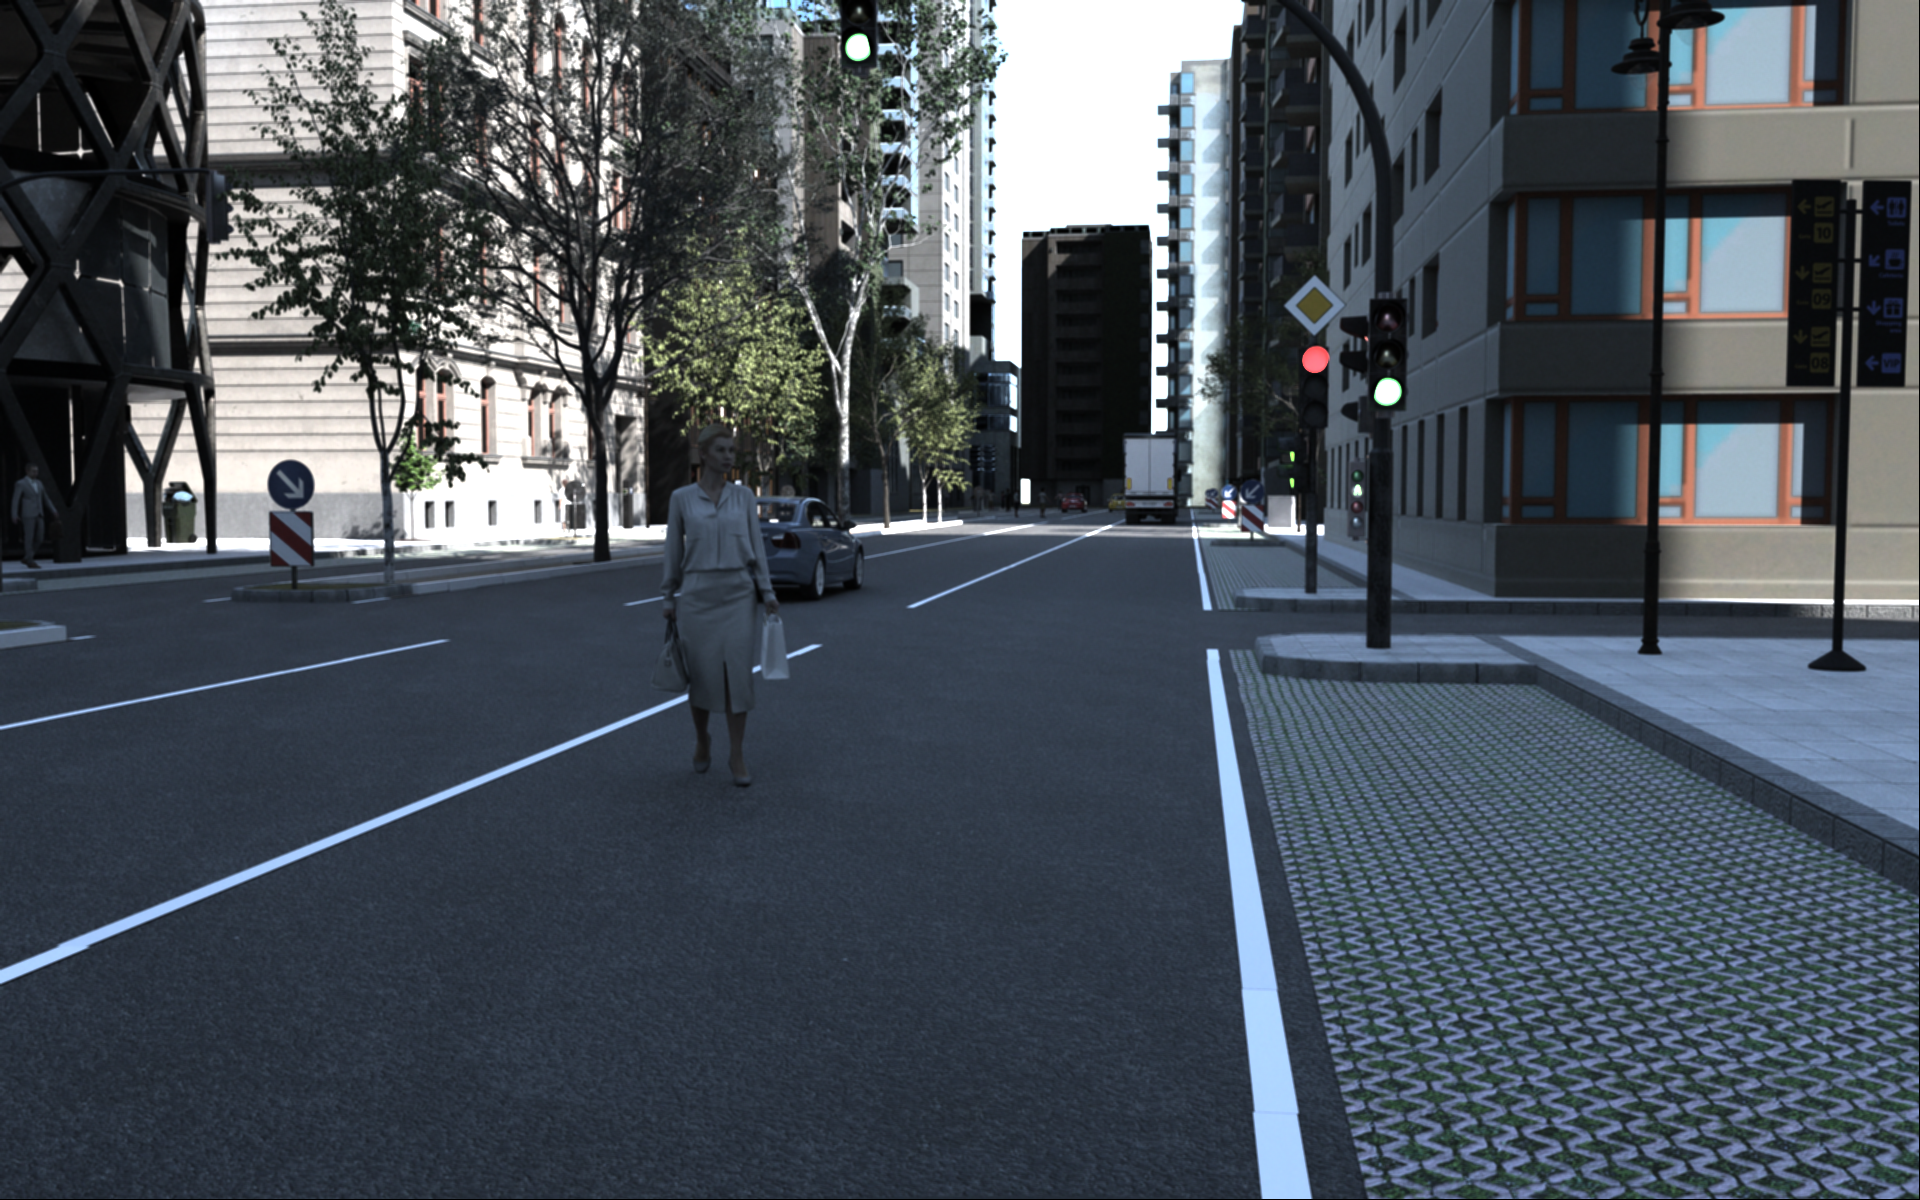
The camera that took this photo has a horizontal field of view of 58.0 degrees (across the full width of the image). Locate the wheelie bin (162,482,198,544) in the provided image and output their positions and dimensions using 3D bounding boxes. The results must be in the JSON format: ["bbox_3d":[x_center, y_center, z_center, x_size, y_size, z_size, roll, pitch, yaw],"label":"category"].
[{"bbox_3d":[-20.238,-2.263,44.904,0.980,1.594,0.693,2,4,27],"label":"wheelie bin"}]

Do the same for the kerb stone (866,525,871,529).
[{"bbox_3d":[-3.846,-2.927,70.050,0.120,0.150,1.000,0,4,8],"label":"kerb stone"}]

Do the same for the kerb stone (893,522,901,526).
[{"bbox_3d":[-2.900,-3.363,77.182,0.120,0.150,1.000,0,4,8],"label":"kerb stone"}]

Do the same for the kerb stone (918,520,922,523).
[{"bbox_3d":[-2.103,-3.735,83.268,0.120,0.150,1.000,0,4,8],"label":"kerb stone"}]

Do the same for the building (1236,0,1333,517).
[{"bbox_3d":[31.634,-28.835,126.078,22.147,44.769,28.867,0,4,8],"label":"building"}]

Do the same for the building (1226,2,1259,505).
[{"bbox_3d":[32.253,-31.346,162.624,14.600,45.320,14.200,0,4,8],"label":"building"}]

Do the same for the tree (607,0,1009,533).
[{"bbox_3d":[-5.026,-12.274,59.022,12.611,20.169,13.585,0,3,0],"label":"tree"}]

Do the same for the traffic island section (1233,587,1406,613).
[{"bbox_3d":[4.560,-0.008,22.408,2.009,0.180,2.903,0,4,8],"label":"traffic island section"}]

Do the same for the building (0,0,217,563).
[{"bbox_3d":[-24.381,-10.175,33.810,16.820,18.784,16.811,0,4,8],"label":"building"}]

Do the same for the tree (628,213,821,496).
[{"bbox_3d":[-6.204,-5.524,43.134,4.737,8.622,4.395,0,3,0],"label":"tree"}]

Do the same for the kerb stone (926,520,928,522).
[{"bbox_3d":[-1.819,-3.859,85.311,0.120,0.150,1.000,0,4,8],"label":"kerb stone"}]

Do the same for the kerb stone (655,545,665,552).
[{"bbox_3d":[-7.482,-1.249,42.625,0.120,0.150,1.000,0,4,8],"label":"kerb stone"}]

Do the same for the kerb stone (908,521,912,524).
[{"bbox_3d":[-2.499,-3.549,80.225,0.120,0.150,1.000,0,4,8],"label":"kerb stone"}]

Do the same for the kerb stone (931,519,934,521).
[{"bbox_3d":[-1.559,-3.983,87.347,0.120,0.150,1.000,0,4,8],"label":"kerb stone"}]

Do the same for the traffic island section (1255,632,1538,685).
[{"bbox_3d":[3.512,0.476,14.492,2.009,0.180,2.903,0,4,8],"label":"traffic island section"}]

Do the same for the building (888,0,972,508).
[{"bbox_3d":[-10.299,-44.480,165.505,20.611,71.187,20.563,0,4,8],"label":"building"}]

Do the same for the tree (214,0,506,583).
[{"bbox_3d":[-8.365,-4.411,24.932,4.737,8.622,4.395,0,3,0],"label":"tree"}]

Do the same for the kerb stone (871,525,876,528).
[{"bbox_3d":[-3.701,-2.989,71.073,0.120,0.150,1.000,0,4,8],"label":"kerb stone"}]

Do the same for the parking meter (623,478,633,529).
[{"bbox_3d":[-12.171,-3.532,63.466,0.255,1.863,0.399,1,4,14],"label":"parking meter"}]

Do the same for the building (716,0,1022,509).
[{"bbox_3d":[-8.839,-53.875,193.526,31.000,86.520,22.319,0,4,8],"label":"building"}]

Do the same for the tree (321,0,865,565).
[{"bbox_3d":[-7.194,-7.431,34.330,12.009,13.543,11.850,0,3,0],"label":"tree"}]

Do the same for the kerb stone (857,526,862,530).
[{"bbox_3d":[-4.107,-2.803,68.018,0.120,0.150,1.000,0,4,8],"label":"kerb stone"}]

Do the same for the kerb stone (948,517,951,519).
[{"bbox_3d":[-0.743,-4.358,93.454,0.120,0.150,1.000,0,4,8],"label":"kerb stone"}]

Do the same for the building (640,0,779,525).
[{"bbox_3d":[-16.198,-15.266,79.275,12.332,23.373,15.834,0,4,8],"label":"building"}]

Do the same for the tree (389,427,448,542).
[{"bbox_3d":[-14.830,-3.194,46.828,1.663,3.219,1.824,0,3,0],"label":"tree"}]

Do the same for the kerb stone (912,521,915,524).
[{"bbox_3d":[-2.364,-3.611,81.238,0.120,0.150,1.000,0,4,8],"label":"kerb stone"}]

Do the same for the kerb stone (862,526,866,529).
[{"bbox_3d":[-3.979,-2.860,69.036,0.120,0.150,1.000,0,4,8],"label":"kerb stone"}]

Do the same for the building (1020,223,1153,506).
[{"bbox_3d":[13.826,-25.457,187.915,14.107,30.474,14.160,0,4,8],"label":"building"}]

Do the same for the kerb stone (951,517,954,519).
[{"bbox_3d":[-0.608,-4.420,94.467,0.120,0.150,1.000,0,4,8],"label":"kerb stone"}]

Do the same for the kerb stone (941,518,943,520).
[{"bbox_3d":[-1.149,-4.171,90.397,0.120,0.150,1.000,0,4,8],"label":"kerb stone"}]

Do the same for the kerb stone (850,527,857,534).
[{"bbox_3d":[-4.248,-2.740,67.005,0.120,0.150,1.000,0,4,8],"label":"kerb stone"}]

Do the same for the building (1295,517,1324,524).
[{"bbox_3d":[25.980,-26.029,80.202,22.147,44.769,28.867,0,4,8],"label":"building"}]

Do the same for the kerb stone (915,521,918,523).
[{"bbox_3d":[-2.228,-3.673,82.251,0.120,0.150,1.000,0,4,8],"label":"kerb stone"}]

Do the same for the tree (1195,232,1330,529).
[{"bbox_3d":[12.698,-7.840,62.600,8.767,10.594,7.601,0,4,5],"label":"tree"}]

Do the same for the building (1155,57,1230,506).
[{"bbox_3d":[36.840,-34.858,189.528,30.456,49.044,23.786,0,4,8],"label":"building"}]

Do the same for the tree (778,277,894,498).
[{"bbox_3d":[-8.286,-10.719,92.255,9.611,12.733,9.660,0,3,0],"label":"tree"}]

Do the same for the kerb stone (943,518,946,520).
[{"bbox_3d":[-1.019,-4.230,91.416,0.120,0.150,1.000,0,4,8],"label":"kerb stone"}]

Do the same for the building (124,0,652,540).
[{"bbox_3d":[-20.346,-16.657,59.732,14.401,28.519,23.554,0,4,8],"label":"building"}]

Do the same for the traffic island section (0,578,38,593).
[{"bbox_3d":[-14.813,-0.164,24.967,2.009,0.180,2.903,0,4,8],"label":"traffic island section"}]

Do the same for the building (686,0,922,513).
[{"bbox_3d":[-14.064,-49.924,128.928,22.319,86.520,31.000,0,4,8],"label":"building"}]

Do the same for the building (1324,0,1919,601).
[{"bbox_3d":[22.773,-11.473,32.628,28.899,21.520,27.650,0,4,8],"label":"building"}]

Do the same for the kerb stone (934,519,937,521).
[{"bbox_3d":[-1.420,-4.045,88.371,0.120,0.150,1.000,0,4,8],"label":"kerb stone"}]

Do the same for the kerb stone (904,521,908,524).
[{"bbox_3d":[-2.635,-3.487,79.212,0.120,0.150,1.000,0,4,8],"label":"kerb stone"}]

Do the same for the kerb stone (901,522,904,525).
[{"bbox_3d":[-2.769,-3.418,78.196,0.120,0.150,1.000,0,4,8],"label":"kerb stone"}]

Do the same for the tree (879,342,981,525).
[{"bbox_3d":[-1.602,-7.666,78.165,4.737,8.622,4.395,0,3,0],"label":"tree"}]

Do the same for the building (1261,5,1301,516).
[{"bbox_3d":[25.543,-20.427,105.683,14.160,30.474,14.107,0,4,8],"label":"building"}]

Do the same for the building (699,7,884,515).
[{"bbox_3d":[-12.867,-20.532,107.393,14.160,30.474,14.107,0,4,8],"label":"building"}]

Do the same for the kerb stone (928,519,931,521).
[{"bbox_3d":[-1.690,-3.922,86.325,0.120,0.150,1.000,0,4,8],"label":"kerb stone"}]

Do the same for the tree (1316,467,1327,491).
[{"bbox_3d":[11.681,-3.595,53.376,1.663,3.219,1.824,0,3,0],"label":"tree"}]

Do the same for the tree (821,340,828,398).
[{"bbox_3d":[-5.607,-5.905,49.362,4.737,8.622,4.395,0,3,0],"label":"tree"}]

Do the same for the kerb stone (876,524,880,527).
[{"bbox_3d":[-3.570,-3.051,72.087,0.120,0.150,1.000,0,4,8],"label":"kerb stone"}]

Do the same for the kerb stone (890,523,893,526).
[{"bbox_3d":[-3.169,-3.238,75.151,0.120,0.150,1.000,0,4,8],"label":"kerb stone"}]

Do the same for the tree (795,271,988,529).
[{"bbox_3d":[-2.908,-8.190,70.783,8.767,10.594,7.601,0,4,8],"label":"tree"}]

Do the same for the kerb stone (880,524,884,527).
[{"bbox_3d":[-3.444,-3.109,73.101,0.120,0.150,1.000,0,4,8],"label":"kerb stone"}]

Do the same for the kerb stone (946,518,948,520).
[{"bbox_3d":[-0.882,-4.294,92.437,0.120,0.150,1.000,0,4,8],"label":"kerb stone"}]

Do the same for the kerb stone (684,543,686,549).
[{"bbox_3d":[-7.058,-1.436,45.667,0.120,0.150,1.000,0,4,8],"label":"kerb stone"}]
